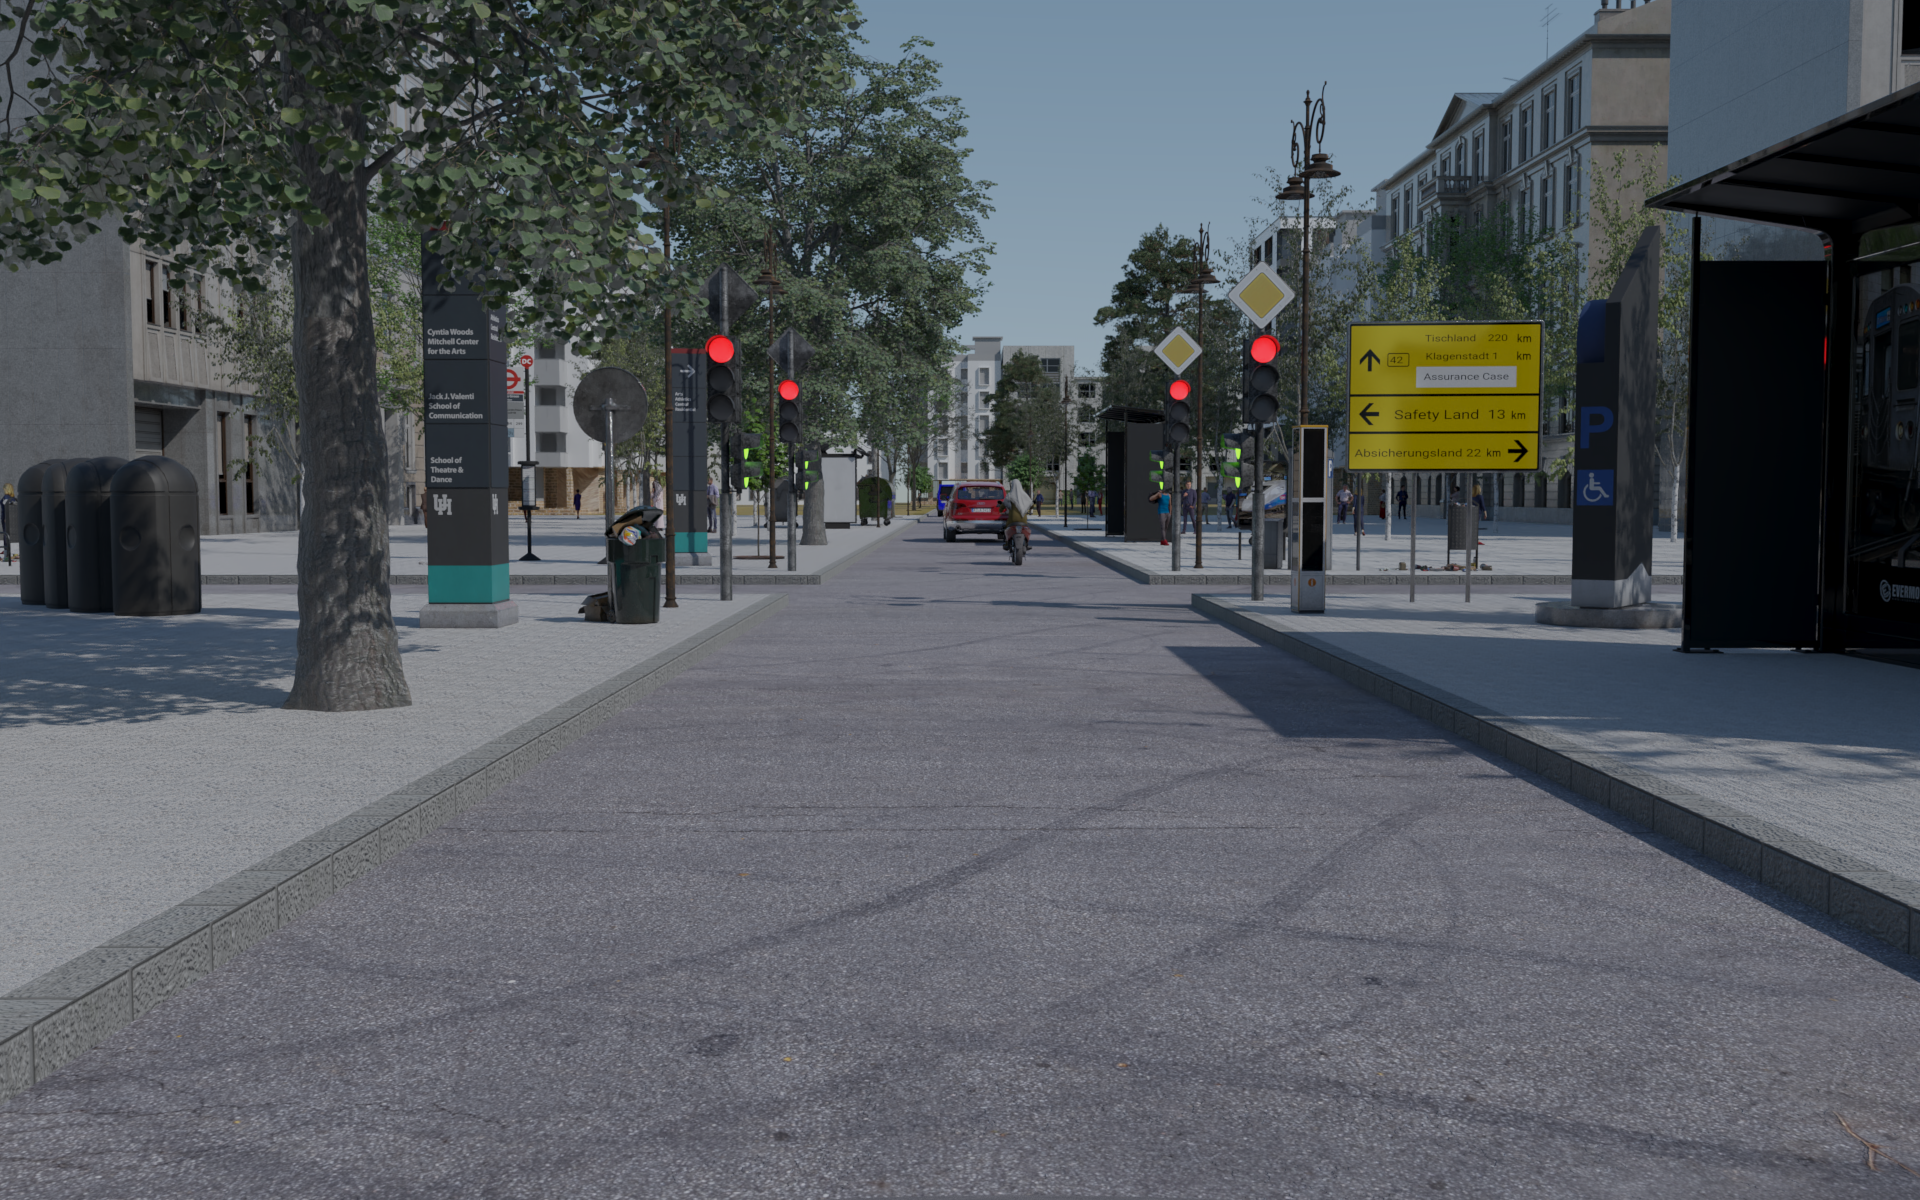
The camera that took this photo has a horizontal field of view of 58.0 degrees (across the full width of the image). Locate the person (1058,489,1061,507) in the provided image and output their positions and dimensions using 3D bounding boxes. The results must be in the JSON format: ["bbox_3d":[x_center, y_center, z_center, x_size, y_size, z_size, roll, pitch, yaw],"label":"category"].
[{"bbox_3d":[10.335,-10.502,178.279,0.617,1.759,0.750,0,4,7],"label":"person"}]

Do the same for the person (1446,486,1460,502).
[{"bbox_3d":[22.484,-4.374,79.010,0.517,1.644,0.566,-3,4,-36],"label":"person"}]

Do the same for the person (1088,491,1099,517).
[{"bbox_3d":[7.373,-5.443,94.897,0.599,1.838,0.709,-1,4,-21],"label":"person"}]

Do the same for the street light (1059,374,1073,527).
[{"bbox_3d":[4.092,-5.757,66.918,0.468,5.910,1.993,0,3,0],"label":"street light"}]

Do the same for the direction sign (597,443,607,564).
[{"bbox_3d":[-6.454,-2.424,31.627,0.379,3.537,0.876,0,4,-3],"label":"direction sign"}]

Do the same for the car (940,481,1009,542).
[{"bbox_3d":[0.532,-2.712,53.019,2.281,1.827,5.304,0,4,-2],"label":"car"}]

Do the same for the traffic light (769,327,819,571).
[{"bbox_3d":[-2.782,-2.415,28.732,0.839,4.213,0.868,0,3,0],"label":"traffic light"}]

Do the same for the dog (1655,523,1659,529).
[{"bbox_3d":[25.889,-3.037,64.030,0.800,0.831,0.513,-1,4,-16],"label":"dog"}]

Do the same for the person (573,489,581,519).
[{"bbox_3d":[-19.525,-4.877,88.154,0.546,1.535,0.453,2,4,34],"label":"person"}]

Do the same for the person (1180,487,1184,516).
[{"bbox_3d":[13.050,-5.799,101.671,0.431,1.722,0.655,0,4,0],"label":"person"}]

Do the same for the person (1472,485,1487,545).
[{"bbox_3d":[12.926,-2.136,43.515,0.613,1.512,0.480,-3,5,-39],"label":"person"}]

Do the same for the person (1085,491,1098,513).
[{"bbox_3d":[9.009,-6.852,118.066,1.348,1.826,0.705,-1,4,-12],"label":"person"}]

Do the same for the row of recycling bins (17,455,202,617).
[{"bbox_3d":[-9.586,-0.750,19.373,3.534,1.692,1.069,3,5,43],"label":"row of recycling bins"}]

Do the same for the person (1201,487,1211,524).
[{"bbox_3d":[10.378,-3.997,73.463,0.516,1.574,0.319,3,5,44],"label":"person"}]

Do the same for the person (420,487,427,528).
[{"bbox_3d":[-19.984,-3.462,64.909,0.482,1.546,0.388,0,4,-3],"label":"person"}]

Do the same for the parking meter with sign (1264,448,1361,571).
[{"bbox_3d":[5.921,-2.018,29.259,1.738,3.016,0.543,2,4,26],"label":"parking meter with sign"}]

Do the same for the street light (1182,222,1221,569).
[{"bbox_3d":[4.114,-3.481,29.696,0.468,5.910,1.993,0,3,0],"label":"street light"}]

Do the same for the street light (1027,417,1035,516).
[{"bbox_3d":[4.204,-7.996,103.529,0.468,5.910,1.993,0,3,0],"label":"street light"}]

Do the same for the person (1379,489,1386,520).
[{"bbox_3d":[21.350,-4.819,87.298,0.387,1.526,0.523,-1,4,-19],"label":"person"}]

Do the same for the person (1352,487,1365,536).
[{"bbox_3d":[12.315,-2.739,53.363,0.480,1.512,0.613,-2,4,-29],"label":"person"}]

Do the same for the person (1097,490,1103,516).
[{"bbox_3d":[8.181,-5.722,101.296,0.444,1.614,0.593,3,5,44],"label":"person"}]

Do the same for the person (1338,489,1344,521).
[{"bbox_3d":[18.515,-4.623,83.898,0.388,1.546,0.482,-1,4,-23],"label":"person"}]

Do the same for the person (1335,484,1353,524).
[{"bbox_3d":[16.652,-4.166,75.098,0.756,1.711,0.436,1,4,19],"label":"person"}]

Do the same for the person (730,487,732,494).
[{"bbox_3d":[-14.987,-6.490,112.170,0.705,1.823,1.348,2,4,25],"label":"person"}]

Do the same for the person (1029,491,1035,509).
[{"bbox_3d":[6.396,-8.944,153.211,0.756,1.711,0.436,-3,4,-38],"label":"person"}]

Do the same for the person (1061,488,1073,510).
[{"bbox_3d":[9.070,-8.369,143.405,0.750,1.759,0.617,1,4,23],"label":"person"}]

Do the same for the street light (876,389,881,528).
[{"bbox_3d":[-3.129,-5.714,66.213,0.468,5.910,1.993,0,3,0],"label":"street light"}]

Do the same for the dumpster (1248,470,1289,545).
[{"bbox_3d":[7.853,-2.267,42.831,1.264,1.857,1.865,0,4,0],"label":"dumpster"}]

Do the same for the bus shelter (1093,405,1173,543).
[{"bbox_3d":[4.847,-3.514,48.739,1.731,3.624,6.357,0,3,0],"label":"bus shelter"}]

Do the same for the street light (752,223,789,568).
[{"bbox_3d":[-3.243,-3.488,29.811,0.468,5.910,1.993,0,3,0],"label":"street light"}]

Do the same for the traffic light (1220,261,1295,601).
[{"bbox_3d":[3.564,-1.927,20.751,0.839,4.213,0.868,0,3,0],"label":"traffic light"}]

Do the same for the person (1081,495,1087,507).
[{"bbox_3d":[12.789,-10.389,175.905,1.348,1.824,0.705,3,4,37],"label":"person"}]

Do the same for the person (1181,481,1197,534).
[{"bbox_3d":[7.296,-2.959,55.335,0.541,1.710,0.530,3,5,42],"label":"person"}]

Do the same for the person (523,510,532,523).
[{"bbox_3d":[-19.415,-4.288,77.617,0.517,1.644,0.566,2,4,24],"label":"person"}]

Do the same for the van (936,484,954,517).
[{"bbox_3d":[-0.433,-6.467,110.124,2.240,2.365,5.245,0,4,2],"label":"van"}]

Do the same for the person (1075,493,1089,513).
[{"bbox_3d":[8.155,-6.613,114.882,1.217,1.735,0.721,-2,4,-32],"label":"person"}]

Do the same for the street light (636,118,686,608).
[{"bbox_3d":[-3.277,-2.853,19.439,0.468,5.910,1.993,0,3,0],"label":"street light"}]

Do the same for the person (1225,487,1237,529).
[{"bbox_3d":[10.097,-3.428,64.295,0.471,1.553,0.569,0,4,2],"label":"person"}]

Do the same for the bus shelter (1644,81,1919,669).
[{"bbox_3d":[6.323,-1.199,10.893,1.731,3.624,6.357,0,4,0],"label":"bus shelter"}]

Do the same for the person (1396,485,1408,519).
[{"bbox_3d":[22.444,-4.958,87.811,0.576,1.737,0.504,-1,4,-12],"label":"person"}]

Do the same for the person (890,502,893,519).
[{"bbox_3d":[-3.740,-4.931,89.039,0.546,1.535,0.453,-1,4,-19],"label":"person"}]

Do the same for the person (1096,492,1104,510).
[{"bbox_3d":[10.889,-7.866,135.440,0.721,1.735,1.217,-2,4,-32],"label":"person"}]

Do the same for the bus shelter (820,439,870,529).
[{"bbox_3d":[-4.569,-4.413,66.077,2.014,3.302,5.546,0,3,0],"label":"bus shelter"}]

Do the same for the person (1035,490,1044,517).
[{"bbox_3d":[4.352,-5.414,97.256,0.600,1.496,0.574,-1,4,-17],"label":"person"}]

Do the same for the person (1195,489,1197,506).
[{"bbox_3d":[21.130,-9.036,154.462,1.217,1.739,0.721,1,4,17],"label":"person"}]

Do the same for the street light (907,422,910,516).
[{"bbox_3d":[-3.074,-7.943,102.663,0.468,5.910,1.993,0,3,0],"label":"street light"}]

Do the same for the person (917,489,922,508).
[{"bbox_3d":[-3.679,-9.125,155.957,0.721,1.735,1.217,1,4,11],"label":"person"}]

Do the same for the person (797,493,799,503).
[{"bbox_3d":[-12.140,-7.409,127.980,0.445,1.727,0.742,2,4,35],"label":"person"}]

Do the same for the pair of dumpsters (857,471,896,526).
[{"bbox_3d":[-3.476,-4.204,71.232,1.574,2.255,4.436,0,4,0],"label":"pair of dumpsters"}]

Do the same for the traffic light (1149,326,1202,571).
[{"bbox_3d":[3.579,-2.415,28.736,0.839,4.213,0.868,0,3,0],"label":"traffic light"}]

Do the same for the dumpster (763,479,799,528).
[{"bbox_3d":[-6.787,-3.663,65.644,1.264,1.857,1.865,0,3,0],"label":"dumpster"}]

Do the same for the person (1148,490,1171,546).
[{"bbox_3d":[5.051,-2.161,43.252,0.647,1.594,0.662,-3,5,-41],"label":"person"}]

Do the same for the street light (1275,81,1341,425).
[{"bbox_3d":[3.978,-2.886,19.979,0.468,5.910,1.993,0,3,0],"label":"street light"}]

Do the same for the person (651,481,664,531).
[{"bbox_3d":[-10.418,-3.232,59.553,0.551,1.740,0.621,3,5,40],"label":"person"}]

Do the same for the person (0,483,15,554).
[{"bbox_3d":[-20.165,-1.730,36.877,0.613,1.512,0.480,-1,4,-13],"label":"person"}]

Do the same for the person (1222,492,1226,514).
[{"bbox_3d":[16.855,-6.154,109.887,0.697,1.427,0.421,1,4,8],"label":"person"}]

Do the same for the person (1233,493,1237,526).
[{"bbox_3d":[11.084,-3.721,68.593,0.593,1.614,0.444,0,4,2],"label":"person"}]

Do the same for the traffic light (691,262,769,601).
[{"bbox_3d":[-2.797,-1.927,20.747,0.839,4.213,0.868,0,3,0],"label":"traffic light"}]

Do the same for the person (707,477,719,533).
[{"bbox_3d":[-8.260,-3.113,56.811,0.599,1.838,0.709,-3,5,-44],"label":"person"}]

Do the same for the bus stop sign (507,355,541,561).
[{"bbox_3d":[-8.515,-2.724,33.245,0.855,3.939,0.416,-1,4,-16],"label":"bus stop sign"}]
